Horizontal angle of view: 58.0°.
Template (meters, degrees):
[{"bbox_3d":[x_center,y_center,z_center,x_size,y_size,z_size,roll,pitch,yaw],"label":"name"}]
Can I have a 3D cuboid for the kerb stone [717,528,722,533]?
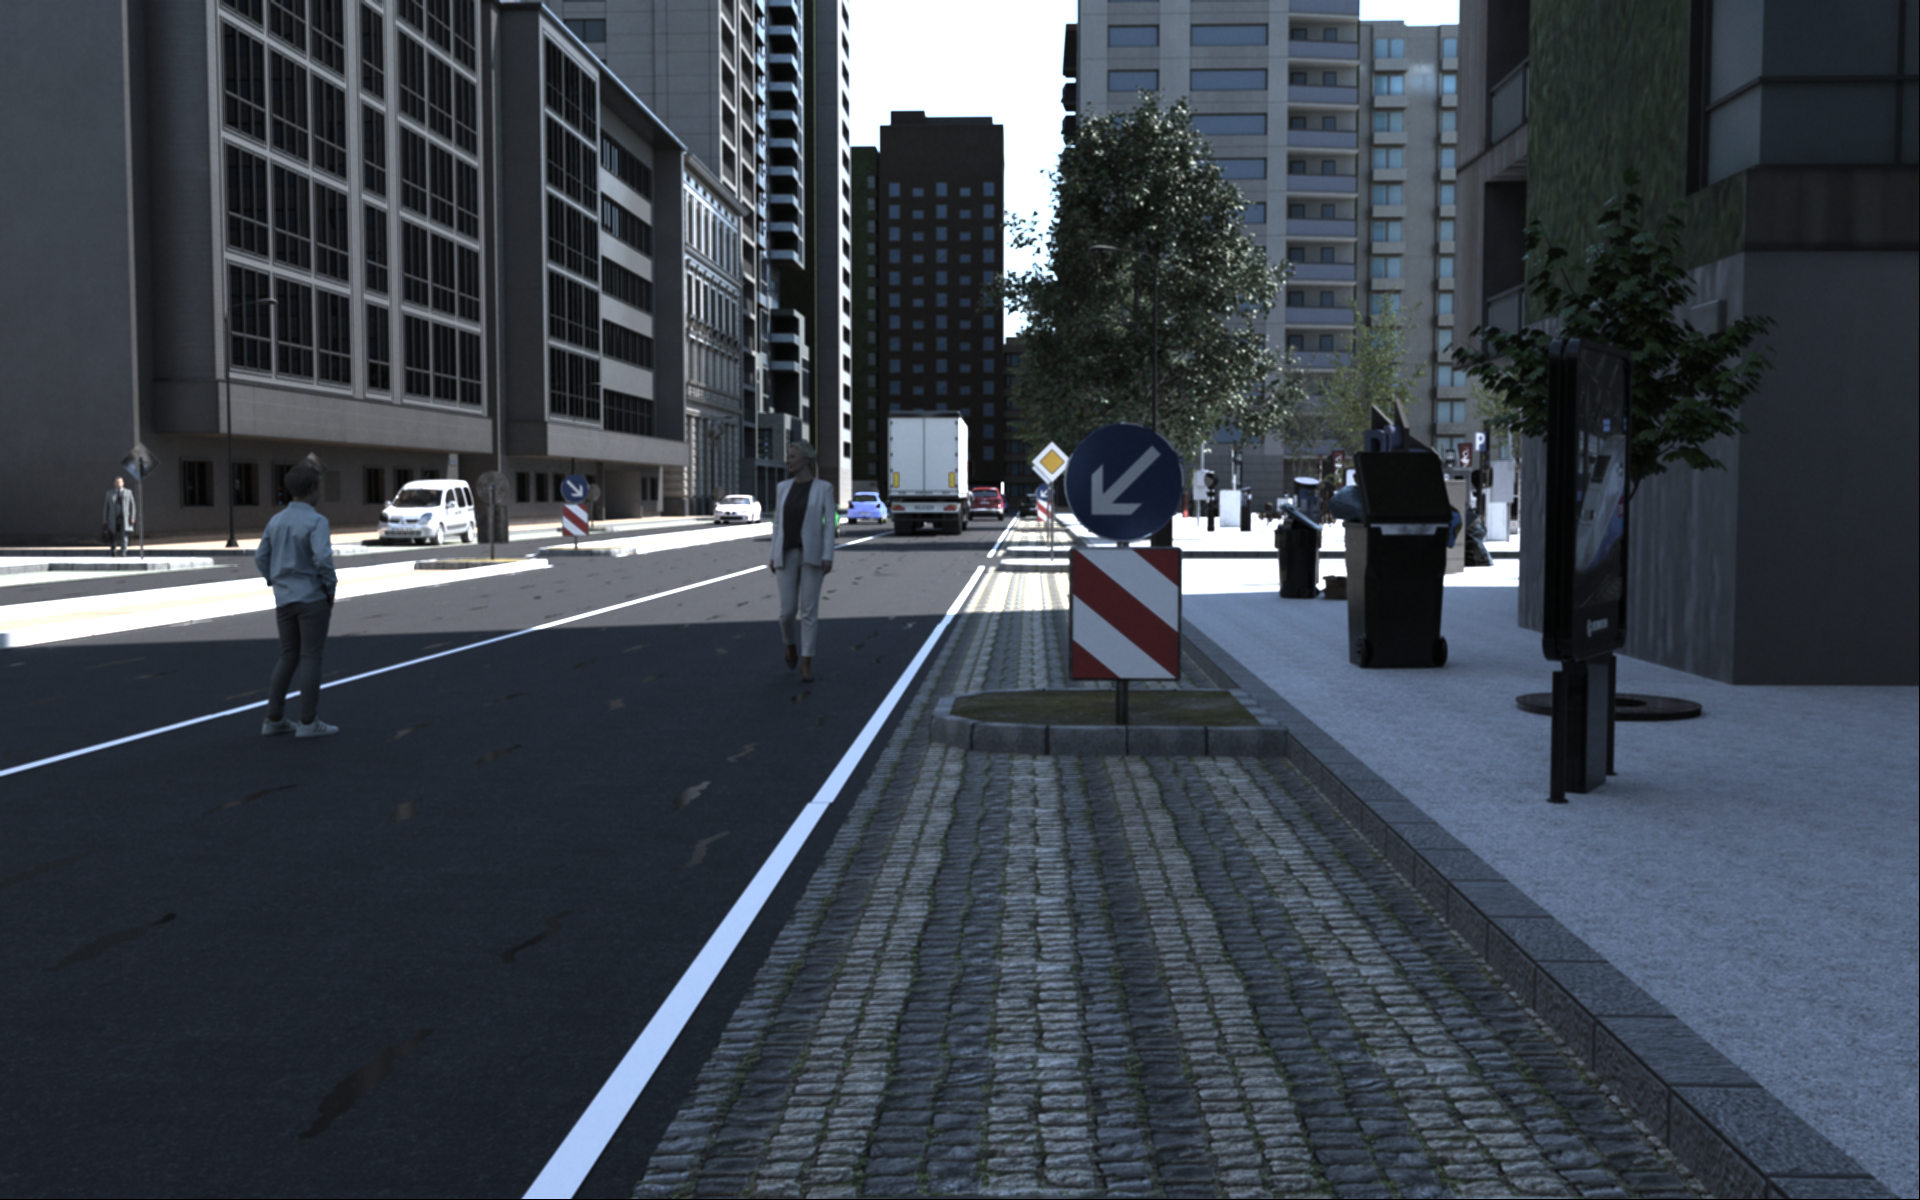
[{"bbox_3d":[-9.012,-2.545,63.800,0.120,0.150,1.000,0,4,2],"label":"kerb stone"}]

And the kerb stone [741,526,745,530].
[{"bbox_3d":[-8.801,-2.858,68.925,0.120,0.150,1.000,0,4,2],"label":"kerb stone"}]

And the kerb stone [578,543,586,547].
[{"bbox_3d":[-9.823,-1.349,44.299,0.120,0.150,1.000,0,4,2],"label":"kerb stone"}]

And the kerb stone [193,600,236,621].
[{"bbox_3d":[-8.719,0.131,20.080,0.120,0.150,1.000,0,4,2],"label":"kerb stone"}]

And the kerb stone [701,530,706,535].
[{"bbox_3d":[-9.148,-2.357,60.735,0.120,0.150,1.000,0,4,2],"label":"kerb stone"}]

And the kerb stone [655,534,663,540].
[{"bbox_3d":[-9.440,-1.917,53.545,0.120,0.150,1.000,0,4,2],"label":"kerb stone"}]

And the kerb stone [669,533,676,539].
[{"bbox_3d":[-9.349,-2.042,55.587,0.120,0.150,1.000,0,4,2],"label":"kerb stone"}]

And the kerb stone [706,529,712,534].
[{"bbox_3d":[-9.098,-2.415,61.757,0.120,0.150,1.000,0,4,2],"label":"kerb stone"}]

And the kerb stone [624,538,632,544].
[{"bbox_3d":[-9.609,-1.666,49.435,0.120,0.150,1.000,0,4,2],"label":"kerb stone"}]

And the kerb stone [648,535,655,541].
[{"bbox_3d":[-9.482,-1.853,52.509,0.120,0.150,1.000,0,4,2],"label":"kerb stone"}]

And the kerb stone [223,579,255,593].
[{"bbox_3d":[-10.615,-0.188,25.269,0.120,0.150,1.000,0,4,2],"label":"kerb stone"}]

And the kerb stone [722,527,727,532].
[{"bbox_3d":[-8.970,-2.607,64.822,0.120,0.150,1.000,0,4,2],"label":"kerb stone"}]

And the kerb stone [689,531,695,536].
[{"bbox_3d":[-9.225,-2.231,58.671,0.120,0.150,1.000,0,4,2],"label":"kerb stone"}]

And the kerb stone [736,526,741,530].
[{"bbox_3d":[-8.838,-2.796,67.903,0.120,0.150,1.000,0,4,2],"label":"kerb stone"}]

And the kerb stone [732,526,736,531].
[{"bbox_3d":[-8.890,-2.733,66.882,0.120,0.150,1.000,0,4,2],"label":"kerb stone"}]

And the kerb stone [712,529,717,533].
[{"bbox_3d":[-9.051,-2.482,62.778,0.120,0.150,1.000,0,4,2],"label":"kerb stone"}]

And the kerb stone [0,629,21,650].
[{"bbox_3d":[-8.892,0.380,15.985,0.120,0.150,1.000,0,4,2],"label":"kerb stone"}]

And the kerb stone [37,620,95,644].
[{"bbox_3d":[-8.855,0.317,17.007,0.120,0.150,1.000,0,4,2],"label":"kerb stone"}]

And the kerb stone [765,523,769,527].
[{"bbox_3d":[-8.543,-3.235,75.080,0.120,0.150,1.000,0,4,2],"label":"kerb stone"}]

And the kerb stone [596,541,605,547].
[{"bbox_3d":[-9.740,-1.472,46.342,0.120,0.150,1.000,0,4,2],"label":"kerb stone"}]

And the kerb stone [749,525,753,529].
[{"bbox_3d":[-8.718,-2.982,70.972,0.120,0.150,1.000,0,4,2],"label":"kerb stone"}]

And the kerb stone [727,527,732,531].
[{"bbox_3d":[-8.925,-2.664,65.844,0.120,0.150,1.000,0,4,2],"label":"kerb stone"}]

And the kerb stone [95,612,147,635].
[{"bbox_3d":[-8.810,0.259,18.038,0.120,0.150,1.000,0,4,2],"label":"kerb stone"}]

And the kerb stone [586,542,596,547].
[{"bbox_3d":[-9.774,-1.414,45.320,0.120,0.150,1.000,0,4,2],"label":"kerb stone"}]

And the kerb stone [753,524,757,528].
[{"bbox_3d":[-8.669,-3.044,71.993,0.120,0.150,1.000,0,4,2],"label":"kerb stone"}]

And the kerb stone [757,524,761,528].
[{"bbox_3d":[-8.627,-3.102,73.023,0.120,0.150,1.000,0,4,2],"label":"kerb stone"}]

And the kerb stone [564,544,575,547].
[{"bbox_3d":[-9.860,-1.289,43.274,0.120,0.150,1.000,0,4,2],"label":"kerb stone"}]

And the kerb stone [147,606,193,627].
[{"bbox_3d":[-8.773,0.192,19.059,0.120,0.150,1.000,0,4,2],"label":"kerb stone"}]

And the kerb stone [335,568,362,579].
[{"bbox_3d":[-10.444,-0.439,29.365,0.120,0.150,1.000,0,4,2],"label":"kerb stone"}]

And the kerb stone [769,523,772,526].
[{"bbox_3d":[-8.502,-3.290,76.102,0.120,0.150,1.000,0,4,2],"label":"kerb stone"}]

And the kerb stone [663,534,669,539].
[{"bbox_3d":[-9.400,-1.980,54.566,0.120,0.150,1.000,0,4,2],"label":"kerb stone"}]

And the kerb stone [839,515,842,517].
[{"bbox_3d":[-7.356,-4.987,103.782,0.120,0.150,1.000,0,4,2],"label":"kerb stone"}]

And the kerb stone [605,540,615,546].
[{"bbox_3d":[-9.693,-1.530,47.364,0.120,0.150,1.000,0,4,2],"label":"kerb stone"}]

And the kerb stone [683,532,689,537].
[{"bbox_3d":[-9.265,-2.168,57.650,0.120,0.150,1.000,0,4,2],"label":"kerb stone"}]

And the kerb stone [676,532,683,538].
[{"bbox_3d":[-9.311,-2.105,56.614,0.120,0.150,1.000,0,4,2],"label":"kerb stone"}]

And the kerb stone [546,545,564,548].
[{"bbox_3d":[-9.906,-1.224,42.253,0.120,0.150,1.000,0,4,2],"label":"kerb stone"}]

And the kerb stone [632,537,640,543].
[{"bbox_3d":[-9.561,-1.723,50.463,0.120,0.150,1.000,0,4,2],"label":"kerb stone"}]

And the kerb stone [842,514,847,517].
[{"bbox_3d":[-7.224,-5.178,106.851,0.120,0.150,1.000,0,4,2],"label":"kerb stone"}]

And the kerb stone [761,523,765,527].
[{"bbox_3d":[-8.594,-3.164,74.048,0.120,0.150,1.000,0,4,2],"label":"kerb stone"}]

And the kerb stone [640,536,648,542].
[{"bbox_3d":[-9.519,-1.792,51.487,0.120,0.150,1.000,0,4,2],"label":"kerb stone"}]

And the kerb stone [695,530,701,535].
[{"bbox_3d":[-9.179,-2.288,59.701,0.120,0.150,1.000,0,4,2],"label":"kerb stone"}]

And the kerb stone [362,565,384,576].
[{"bbox_3d":[-10.395,-0.494,30.387,0.120,0.150,1.000,0,4,2],"label":"kerb stone"}]

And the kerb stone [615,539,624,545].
[{"bbox_3d":[-9.650,-1.603,48.399,0.120,0.150,1.000,0,4,2],"label":"kerb stone"}]

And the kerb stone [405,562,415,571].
[{"bbox_3d":[-10.315,-0.626,32.450,0.120,0.150,1.000,0,4,2],"label":"kerb stone"}]

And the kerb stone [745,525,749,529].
[{"bbox_3d":[-8.760,-2.921,69.950,0.120,0.150,1.000,0,4,2],"label":"kerb stone"}]

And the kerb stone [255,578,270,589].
[{"bbox_3d":[-10.568,-0.251,26.298,0.120,0.150,1.000,0,4,2],"label":"kerb stone"}]

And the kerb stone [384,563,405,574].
[{"bbox_3d":[-10.350,-0.564,31.413,0.120,0.150,1.000,0,4,2],"label":"kerb stone"}]
